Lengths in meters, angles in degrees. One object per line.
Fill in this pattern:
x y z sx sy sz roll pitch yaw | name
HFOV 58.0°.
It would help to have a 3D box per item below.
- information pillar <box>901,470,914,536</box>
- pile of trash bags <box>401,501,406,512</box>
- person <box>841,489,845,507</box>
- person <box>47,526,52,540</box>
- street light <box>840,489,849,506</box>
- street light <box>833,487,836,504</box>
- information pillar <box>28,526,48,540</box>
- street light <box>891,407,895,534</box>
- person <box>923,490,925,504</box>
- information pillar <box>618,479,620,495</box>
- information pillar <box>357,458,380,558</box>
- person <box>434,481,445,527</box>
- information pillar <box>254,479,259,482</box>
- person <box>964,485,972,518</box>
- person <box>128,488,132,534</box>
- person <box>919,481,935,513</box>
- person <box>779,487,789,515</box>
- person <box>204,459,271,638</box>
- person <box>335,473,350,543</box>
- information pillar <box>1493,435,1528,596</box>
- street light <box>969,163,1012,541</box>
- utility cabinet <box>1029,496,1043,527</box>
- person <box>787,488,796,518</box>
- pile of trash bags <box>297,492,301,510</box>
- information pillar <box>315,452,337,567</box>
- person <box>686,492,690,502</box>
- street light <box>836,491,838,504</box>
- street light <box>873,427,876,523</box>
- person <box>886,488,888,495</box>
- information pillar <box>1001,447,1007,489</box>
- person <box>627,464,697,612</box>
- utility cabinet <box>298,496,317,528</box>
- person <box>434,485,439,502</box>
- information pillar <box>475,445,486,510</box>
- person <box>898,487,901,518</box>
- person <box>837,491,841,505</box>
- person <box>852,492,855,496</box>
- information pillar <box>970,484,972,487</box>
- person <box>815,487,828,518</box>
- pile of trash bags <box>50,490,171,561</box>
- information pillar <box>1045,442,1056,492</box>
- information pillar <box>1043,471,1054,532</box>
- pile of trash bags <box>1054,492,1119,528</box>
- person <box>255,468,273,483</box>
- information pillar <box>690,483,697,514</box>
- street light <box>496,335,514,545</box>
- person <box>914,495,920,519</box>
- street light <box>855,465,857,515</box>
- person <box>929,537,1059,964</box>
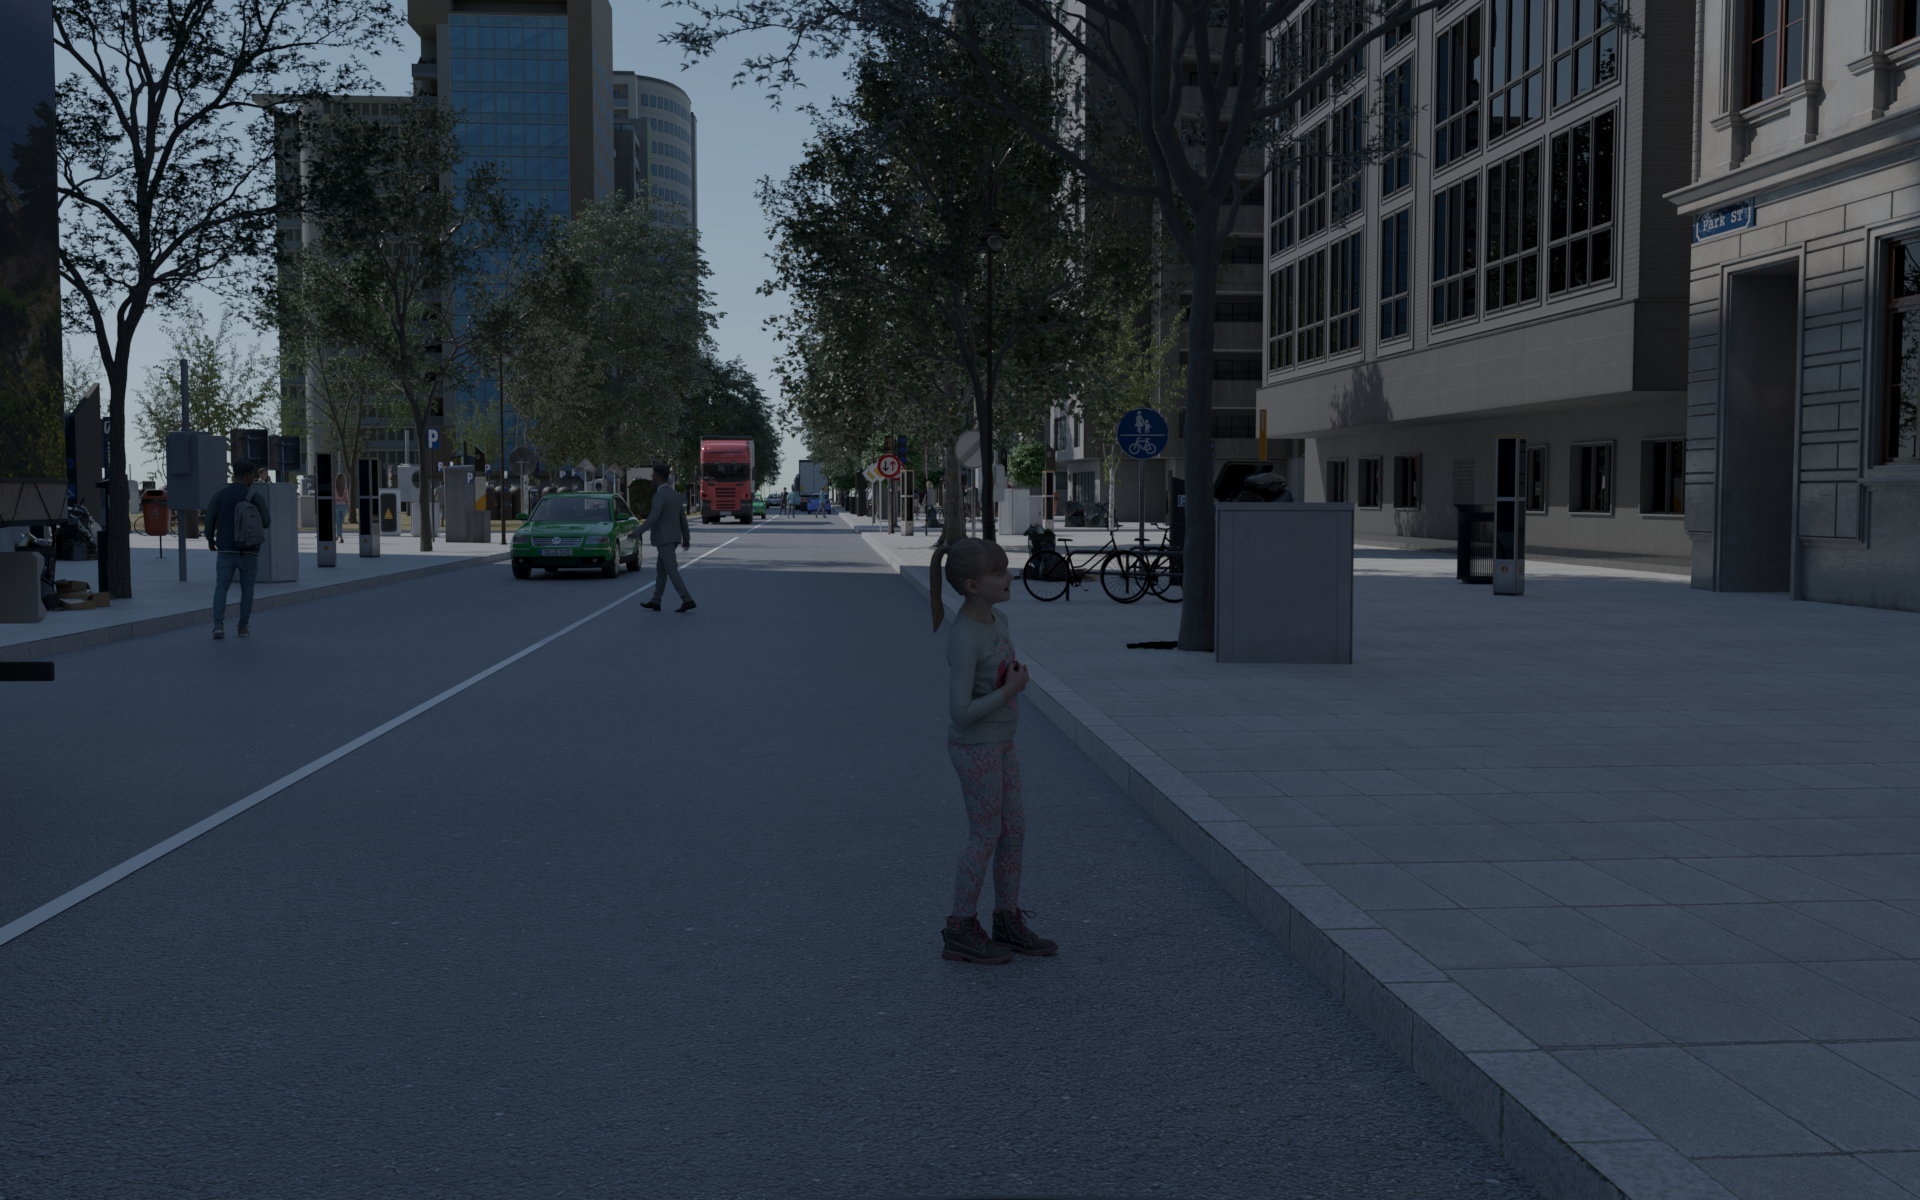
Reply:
-1.613 -2.970 53.050 0.304 2.012 0.304 -2 4 -32 | information pillar
-40.461 -7.048 124.981 3.447 1.369 1.912 0 4 1 | pile of trash bags
-11.408 -10.024 170.022 0.705 1.814 1.350 2 4 27 | person
-25.217 -2.542 47.588 0.713 1.824 0.794 -1 4 -21 | person
-9.990 -10.928 151.452 0.468 5.910 1.993 0 4 -5 | street light
-15.175 -14.768 214.241 0.468 5.910 1.993 0 4 -5 | street light
-17.114 -1.689 32.111 0.304 2.012 0.304 -2 4 -24 | information pillar
-2.194 -5.090 56.008 0.468 5.910 1.993 0 4 -5 | street light
-4.860 -14.039 235.215 0.705 1.869 1.348 -2 4 -26 | person
-17.022 -4.975 85.835 0.304 2.012 0.304 0 4 -1 | information pillar
-11.948 -1.866 35.004 0.304 2.012 0.304 1 4 13 | information pillar
-20.367 -3.782 68.004 0.709 1.813 0.853 -1 4 -18 | person
-34.004 -4.859 83.929 0.304 2.012 0.304 0 4 -8 | information pillar
0.314 -5.227 91.907 0.834 1.777 0.661 -1 4 -10 | person
-26.611 -3.000 54.873 0.755 1.850 0.659 1 4 15 | person
-1.263 -3.906 70.096 0.709 1.800 0.728 -3 5 -43 | person
-11.895 -6.671 116.940 0.648 1.900 0.474 1 4 10 | person
-7.235 -0.521 17.360 0.623 1.781 0.721 -1 4 -23 | person
-16.168 -2.393 45.183 0.388 1.821 0.555 3 5 43 | person
6.957 -1.065 21.901 0.304 2.012 0.304 3 5 39 | information pillar
0.421 -3.170 24.616 0.468 5.910 1.993 0 4 -5 | street light
2.781 -3.308 65.242 1.020 1.237 0.306 -3 4 -37 | utility cabinet
-10.052 -5.794 103.252 0.660 1.820 0.620 1 4 21 | person
-36.874 -5.044 92.217 3.447 1.369 1.912 -2 4 -33 | pile of trash bags
-11.115 -1.582 30.358 0.304 2.012 0.304 -1 4 -16 | information pillar
-22.555 -8.360 144.193 0.593 1.643 0.415 -3 5 -44 | person
-12.578 -12.848 182.847 0.468 5.910 1.993 0 4 -5 | street light
-3.776 -6.294 75.692 0.468 5.910 1.993 0 4 -5 | street light
-5.031 -6.910 118.924 0.656 1.842 0.836 2 4 28 | person
2.048 -5.473 80.837 0.183 3.616 0.504 2 4 33 | information pillar
-3.578 -0.753 21.083 0.850 1.792 0.678 1 4 19 | person
-24.913 -3.390 66.592 0.306 1.237 1.020 3 5 40 | utility cabinet
-29.757 -5.670 98.921 0.473 1.802 0.592 -3 5 -39 | person
-22.883 -5.580 82.592 0.504 3.616 0.183 0 4 0 | information pillar
-3.350 -5.352 93.962 0.576 1.772 0.534 -2 4 -29 | person
-13.811 -11.802 199.555 0.990 1.755 0.434 -2 4 -30 | person
-14.415 -14.244 238.943 1.348 1.823 0.705 0 4 2 | person
0.883 -7.090 120.416 0.304 2.012 0.304 2 4 33 | information pillar
-8.288 -5.826 103.609 0.748 1.841 0.638 1 4 13 | person
-17.268 -1.483 33.996 3.447 1.369 1.912 -1 4 -13 | pile of trash bags
4.050 -5.293 77.899 0.504 3.616 0.183 -1 4 -20 | information pillar
2.843 -3.134 55.736 0.304 2.012 0.304 -1 4 -14 | information pillar
4.564 -3.522 67.331 3.447 1.369 1.912 3 5 43 | pile of trash bags
-16.688 -2.212 41.573 0.474 1.900 0.648 -1 4 -14 | person
-17.564 -6.707 114.147 0.304 2.012 0.304 1 4 14 | information pillar
-11.543 -4.333 43.636 0.468 5.910 1.993 0 4 -5 | street light
-2.246 -4.698 87.876 0.382 1.210 0.505 -3 4 -38 | person
-6.402 -8.221 107.202 0.468 5.910 1.993 0 4 -5 | street light
0.108 0.456 5.331 0.394 1.301 0.425 0 4 4 | person
